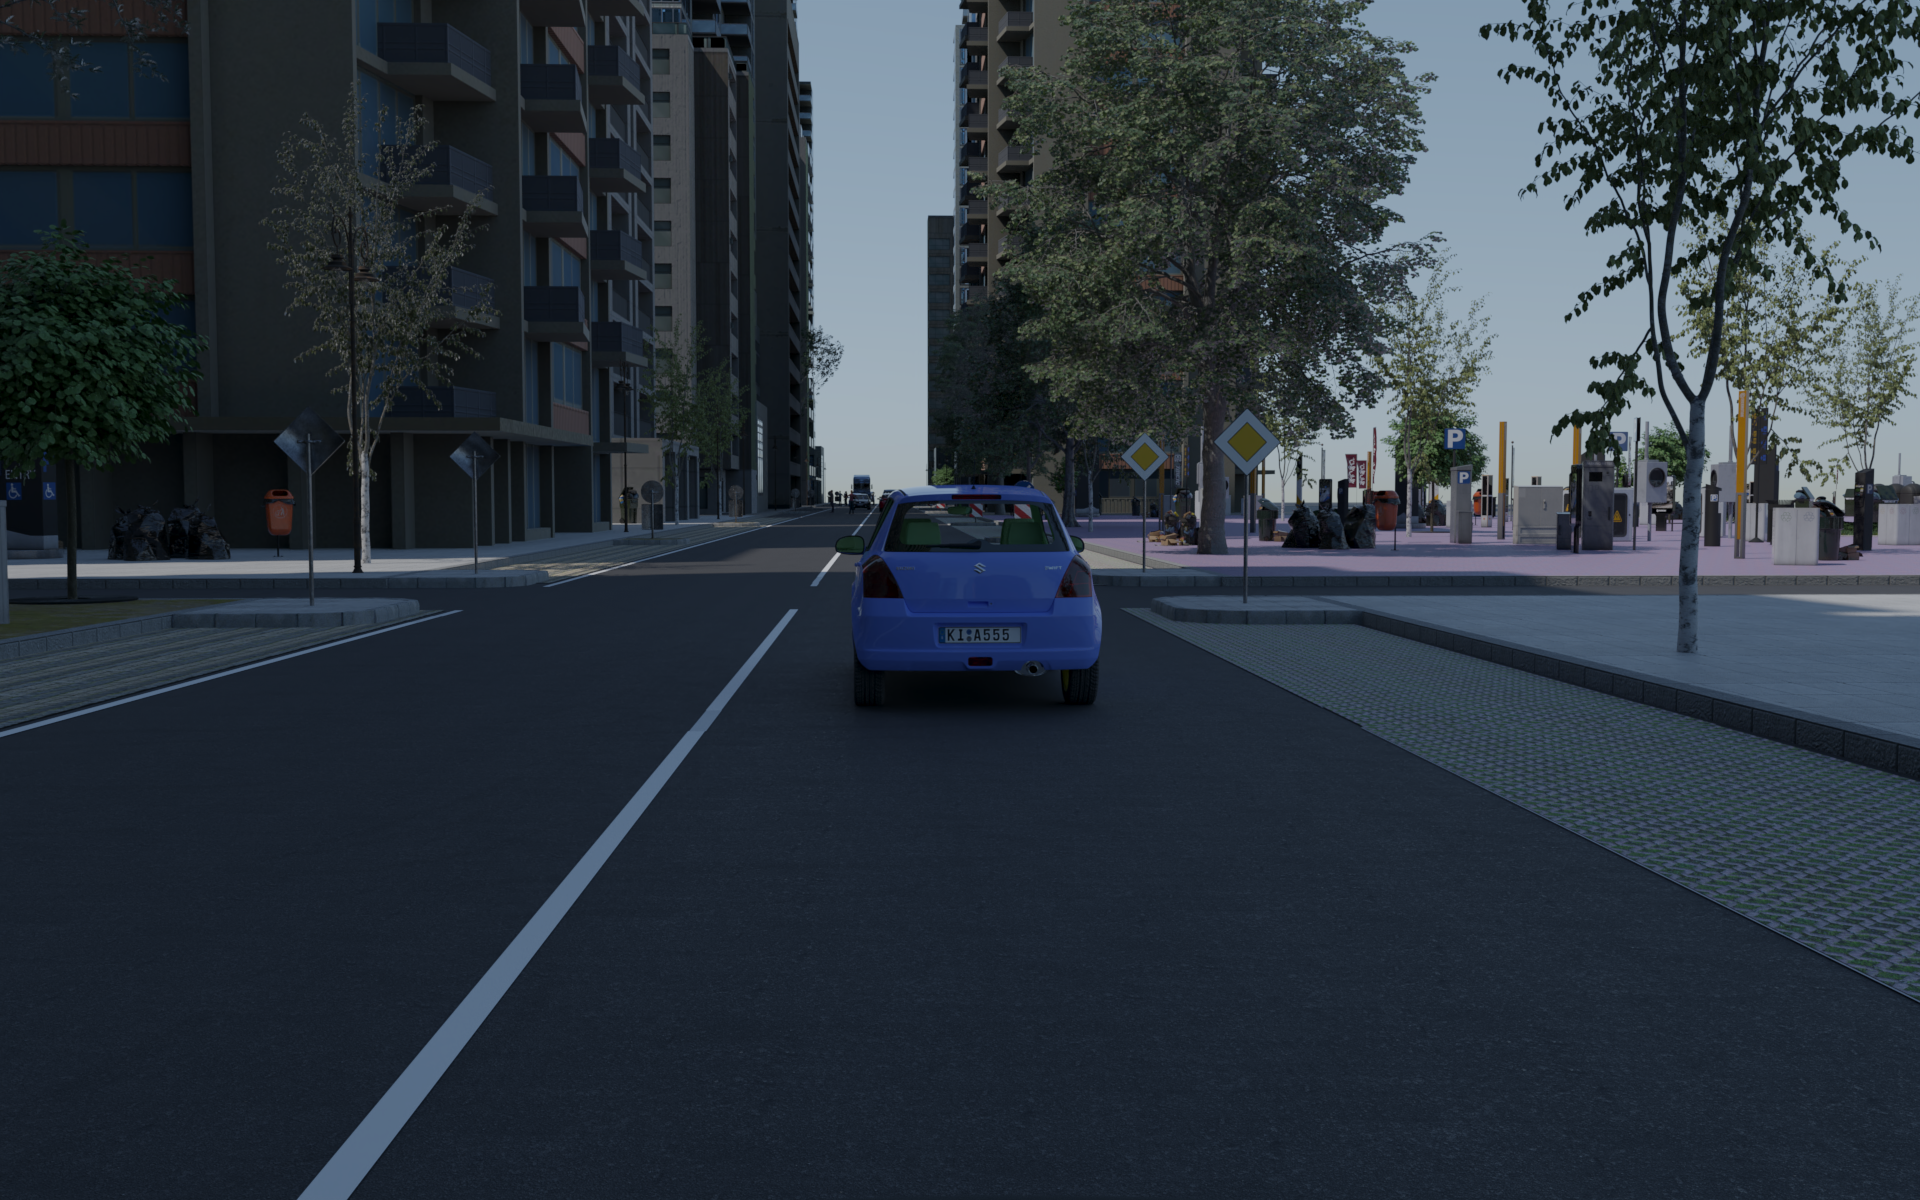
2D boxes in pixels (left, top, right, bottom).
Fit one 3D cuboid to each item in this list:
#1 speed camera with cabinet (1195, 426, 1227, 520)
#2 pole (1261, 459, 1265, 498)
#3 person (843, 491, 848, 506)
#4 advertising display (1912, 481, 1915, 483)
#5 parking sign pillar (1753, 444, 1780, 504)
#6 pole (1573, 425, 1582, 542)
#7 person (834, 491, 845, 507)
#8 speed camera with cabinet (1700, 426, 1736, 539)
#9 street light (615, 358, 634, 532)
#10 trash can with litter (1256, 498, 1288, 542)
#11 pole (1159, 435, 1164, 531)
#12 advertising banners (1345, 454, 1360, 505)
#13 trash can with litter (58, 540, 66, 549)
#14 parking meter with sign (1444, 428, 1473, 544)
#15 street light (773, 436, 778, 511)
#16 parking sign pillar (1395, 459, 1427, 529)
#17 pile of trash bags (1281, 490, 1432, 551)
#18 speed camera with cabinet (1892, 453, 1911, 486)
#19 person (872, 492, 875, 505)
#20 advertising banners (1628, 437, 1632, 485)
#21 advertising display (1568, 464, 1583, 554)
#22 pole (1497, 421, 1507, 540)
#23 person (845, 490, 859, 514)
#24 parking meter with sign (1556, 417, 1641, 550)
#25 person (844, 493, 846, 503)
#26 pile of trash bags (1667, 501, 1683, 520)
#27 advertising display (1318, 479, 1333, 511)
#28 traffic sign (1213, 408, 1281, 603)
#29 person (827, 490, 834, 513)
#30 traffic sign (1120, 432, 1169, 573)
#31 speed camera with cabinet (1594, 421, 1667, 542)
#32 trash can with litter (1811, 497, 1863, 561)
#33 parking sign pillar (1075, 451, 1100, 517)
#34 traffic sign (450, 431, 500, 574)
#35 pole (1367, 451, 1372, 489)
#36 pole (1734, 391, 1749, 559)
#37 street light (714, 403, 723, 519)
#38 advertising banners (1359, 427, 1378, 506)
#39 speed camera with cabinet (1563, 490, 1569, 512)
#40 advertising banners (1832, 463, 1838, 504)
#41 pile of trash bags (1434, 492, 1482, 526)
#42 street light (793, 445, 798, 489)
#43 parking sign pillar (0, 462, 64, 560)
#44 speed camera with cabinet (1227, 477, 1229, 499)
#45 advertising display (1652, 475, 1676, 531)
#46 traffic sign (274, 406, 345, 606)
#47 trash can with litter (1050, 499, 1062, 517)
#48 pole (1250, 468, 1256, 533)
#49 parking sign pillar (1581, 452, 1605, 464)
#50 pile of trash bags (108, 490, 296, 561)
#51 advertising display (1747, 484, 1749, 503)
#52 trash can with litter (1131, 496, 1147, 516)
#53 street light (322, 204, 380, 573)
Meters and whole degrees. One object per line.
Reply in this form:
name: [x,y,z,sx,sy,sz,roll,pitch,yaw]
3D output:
speed camera with cabinet: [7.214,-3.403,49.979,0.660,3.252,2.038,0,4,5]
pole: [17.143,-6.363,97.884,0.158,3.312,0.155,0,3,0]
person: [-14.089,-12.569,214.020,0.705,1.822,1.348,1,4,18]
advertising display: [46.583,-4.912,85.527,0.123,1.923,0.974,-3,5,-43]
parking sign pillar: [43.556,-6.426,93.541,1.447,3.967,1.447,-2,4,-26]
pole: [15.509,-3.041,43.570,0.158,3.312,0.155,0,3,0]
person: [-13.603,-11.479,196.258,1.350,1.814,0.705,-3,4,-36]
speed camera with cabinet: [22.144,-3.452,50.781,0.660,3.252,2.038,0,4,5]
street light: [-11.240,-5.220,58.141,0.468,5.910,1.993,0,4,-2]
trash can with litter: [8.528,-2.168,46.838,0.624,1.170,1.055,-3,5,-39]
pole: [6.927,-4.017,59.528,0.158,3.312,0.155,0,3,0]
advertising banners: [17.713,-4.821,75.009,2.074,3.025,0.090,1,4,9]
trash can with litter: [-19.668,-1.569,37.043,1.055,1.170,0.624,-2,4,-32]
parking meter with sign: [13.067,-2.996,45.238,0.543,3.016,1.738,0,4,5]
street light: [-14.340,-9.889,134.469,0.468,5.910,1.993,0,4,-2]
parking sign pillar: [16.721,-4.668,64.798,1.447,3.967,1.447,-1,4,-8]
pile of trash bags: [9.105,-1.886,40.596,1.912,1.369,3.447,-2,4,-25]
speed camera with cabinet: [45.637,-5.417,82.910,0.660,3.252,2.038,-1,4,-15]
person: [-11.257,-13.076,223.017,0.721,1.743,1.217,-1,4,-10]
advertising banners: [20.049,-3.426,52.207,0.090,3.025,2.074,2,4,30]
advertising display: [13.407,-1.988,37.711,0.123,1.923,0.974,1,4,12]
pole: [15.242,-3.355,48.690,0.158,3.312,0.155,0,3,0]
person: [-7.956,-7.174,126.515,1.217,1.743,0.721,-1,4,-22]
parking meter with sign: [14.597,-2.655,39.664,1.738,3.016,0.543,1,4,15]
person: [-16.528,-14.845,251.078,0.599,1.838,0.709,-2,4,-24]
pile of trash bags: [35.652,-4.645,85.692,3.447,1.369,1.912,-1,4,-14]
advertising display: [15.389,-4.143,72.945,0.123,1.923,0.974,-1,4,-17]
traffic sign: [3.345,-1.017,20.269,0.795,2.450,0.064,0,4,-2]
person: [-10.112,-7.687,134.714,0.750,1.759,0.617,1,4,14]
traffic sign: [3.004,-1.505,28.247,0.795,2.450,0.064,0,4,-2]
speed camera with cabinet: [18.085,-3.210,46.820,2.038,3.252,0.660,-1,4,-17]
trash can with litter: [16.943,-1.357,33.579,1.055,1.170,0.624,-1,4,-22]
parking sign pillar: [7.079,-6.611,96.569,1.447,3.967,1.447,-1,4,-9]
traffic sign: [-7.781,-1.478,27.809,0.795,2.450,0.064,0,4,-2]
pole: [19.530,-5.433,82.676,0.158,3.312,0.155,0,3,0]
pole: [15.468,-2.472,34.268,0.158,3.312,0.155,0,3,0]
street light: [-12.314,-7.051,88.071,0.468,5.910,1.993,0,4,-2]
advertising banners: [10.898,-3.051,46.077,0.090,3.025,2.074,0,4,6]
speed camera with cabinet: [27.119,-4.968,75.560,0.660,3.252,2.038,-1,4,-15]
advertising banners: [47.244,-5.952,93.505,0.090,3.025,2.074,1,4,21]
pile of trash bags: [19.869,-3.695,70.158,3.447,1.369,1.912,-1,4,-20]
street light: [-15.599,-11.730,164.569,0.468,5.910,1.993,0,4,-2]
parking sign pillar: [-18.714,-2.814,34.479,1.447,3.967,1.447,1,4,11]
speed camera with cabinet: [12.777,-5.712,87.732,2.038,3.252,0.660,-3,5,-42]
advertising display: [24.215,-3.336,59.762,0.123,1.923,0.974,-2,4,-33]
traffic sign: [-7.441,-0.990,19.831,0.795,2.450,0.064,0,4,-2]
trash can with litter: [4.638,-4.510,85.118,1.055,1.170,0.624,1,4,18]
pole: [9.722,-3.888,57.407,0.158,3.312,0.155,0,3,0]
parking sign pillar: [31.048,-5.914,85.161,1.447,3.967,1.447,3,4,38]
pile of trash bags: [-15.032,-1.510,34.443,3.447,1.369,1.912,-2,4,-30]
advertising display: [48.419,-6.137,105.551,0.974,1.923,0.123,2,4,31]
trash can with litter: [10.543,-5.508,101.444,1.055,1.170,0.624,0,4,-2]
street light: [-9.798,-3.377,27.999,0.468,5.910,1.993,0,4,-2]
